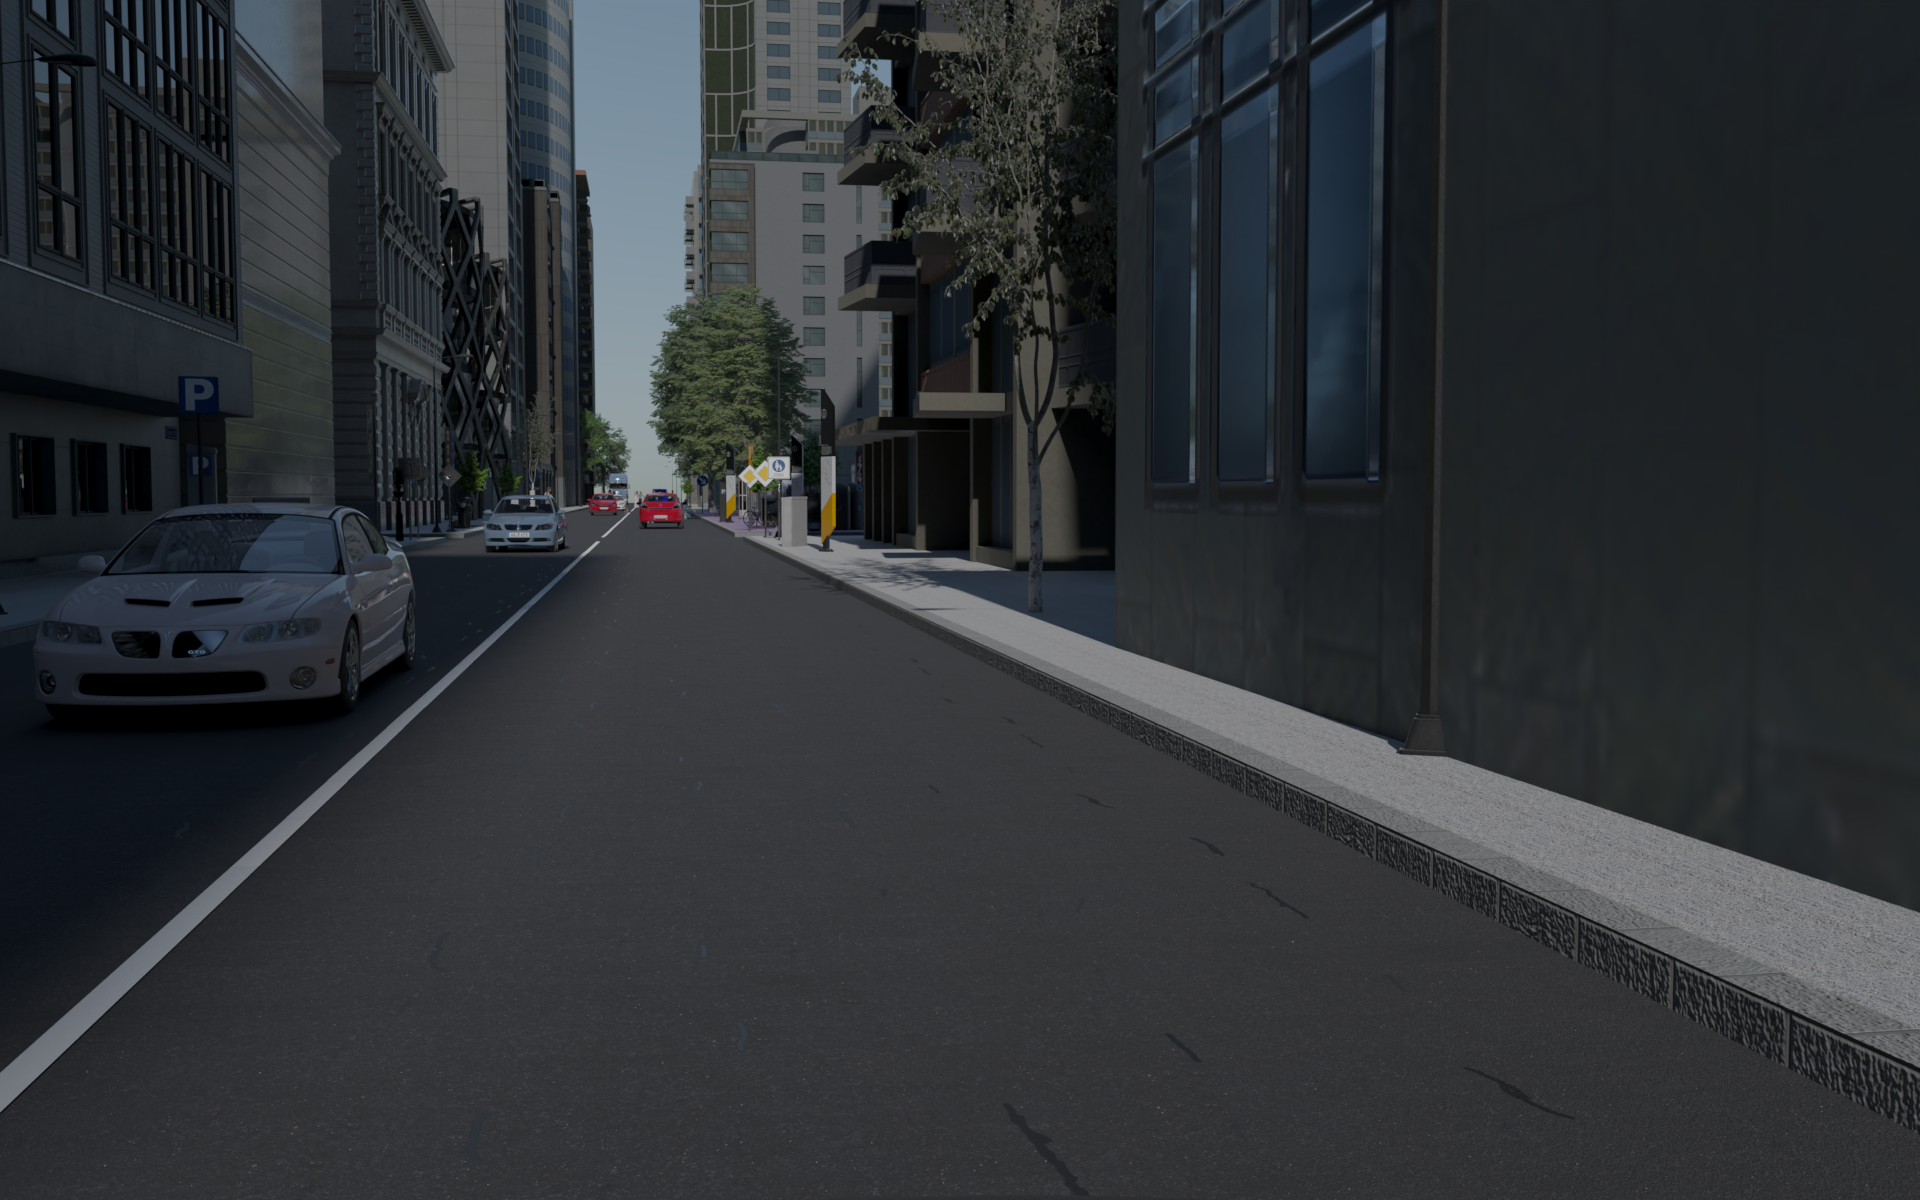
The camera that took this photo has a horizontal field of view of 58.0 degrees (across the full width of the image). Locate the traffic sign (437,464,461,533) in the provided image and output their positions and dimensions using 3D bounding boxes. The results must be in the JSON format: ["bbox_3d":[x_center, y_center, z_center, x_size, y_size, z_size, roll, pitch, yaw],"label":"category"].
[{"bbox_3d":[-16.988,-3.302,57.630,0.795,2.450,0.064,-1,4,-10],"label":"traffic sign"}]

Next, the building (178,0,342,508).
[{"bbox_3d":[-25.910,-15.538,39.954,20.117,28.700,13.634,-1,4,-10],"label":"building"}]

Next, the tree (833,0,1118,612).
[{"bbox_3d":[0.794,-4.158,18.345,4.360,8.622,3.978,0,3,0],"label":"tree"}]

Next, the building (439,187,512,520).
[{"bbox_3d":[-36.268,-14.580,105.843,16.820,18.784,16.811,-1,4,-10],"label":"building"}]

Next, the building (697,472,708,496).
[{"bbox_3d":[-15.412,-21.462,195.946,27.650,21.520,28.899,-1,4,-10],"label":"building"}]

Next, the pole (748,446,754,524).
[{"bbox_3d":[-8.856,-4.869,73.453,0.158,3.312,0.155,0,3,0],"label":"pole"}]

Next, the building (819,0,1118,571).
[{"bbox_3d":[8.941,-23.401,37.223,22.147,44.769,28.867,-1,4,-10],"label":"building"}]

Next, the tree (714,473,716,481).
[{"bbox_3d":[-19.478,-11.434,137.312,4.737,8.622,4.395,0,3,0],"label":"tree"}]

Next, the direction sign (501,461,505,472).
[{"bbox_3d":[-30.876,-7.659,117.225,0.379,3.537,0.876,-2,4,-34],"label":"direction sign"}]

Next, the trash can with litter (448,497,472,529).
[{"bbox_3d":[-18.651,-3.246,64.452,1.055,1.170,0.624,2,4,32],"label":"trash can with litter"}]

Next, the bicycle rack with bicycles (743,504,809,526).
[{"bbox_3d":[-7.284,-3.441,69.640,2.925,0.926,2.852,-1,4,-20],"label":"bicycle rack with bicycles"}]

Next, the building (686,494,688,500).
[{"bbox_3d":[-28.372,-36.066,281.556,32.217,40.220,23.993,-1,4,-10],"label":"building"}]

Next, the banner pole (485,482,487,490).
[{"bbox_3d":[-32.173,-7.757,116.851,0.863,3.779,0.401,3,5,44],"label":"banner pole"}]

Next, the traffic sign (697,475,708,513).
[{"bbox_3d":[-17.282,-7.104,116.252,0.768,2.556,0.104,0,4,-7],"label":"traffic sign"}]

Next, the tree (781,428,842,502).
[{"bbox_3d":[-7.439,-6.252,85.937,4.285,4.588,4.351,0,3,0],"label":"tree"}]

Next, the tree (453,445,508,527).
[{"bbox_3d":[-19.155,-4.492,68.046,1.663,3.219,1.824,0,3,0],"label":"tree"}]

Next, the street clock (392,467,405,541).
[{"bbox_3d":[-15.264,-2.603,47.122,0.358,2.002,0.471,-2,4,-29],"label":"street clock"}]

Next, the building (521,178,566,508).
[{"bbox_3d":[-43.499,-23.574,157.136,14.160,30.474,14.107,-1,4,-10],"label":"building"}]

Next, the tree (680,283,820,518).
[{"bbox_3d":[-11.293,-10.728,93.531,7.486,12.596,7.792,0,3,0],"label":"tree"}]

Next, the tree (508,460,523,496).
[{"bbox_3d":[-25.184,-6.261,96.968,1.663,3.219,1.824,0,3,0],"label":"tree"}]

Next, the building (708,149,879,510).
[{"bbox_3d":[-14.653,-23.107,149.495,14.160,30.474,14.107,-1,4,-10],"label":"building"}]

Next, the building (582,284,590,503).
[{"bbox_3d":[-65.190,-38.353,250.767,21.300,48.544,21.600,-1,4,-10],"label":"building"}]

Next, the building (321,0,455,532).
[{"bbox_3d":[-25.954,-14.514,66.188,11.050,23.489,19.941,-1,4,-10],"label":"building"}]

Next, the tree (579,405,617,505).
[{"bbox_3d":[-43.832,-16.812,200.629,9.928,11.665,9.643,0,3,0],"label":"tree"}]

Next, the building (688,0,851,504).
[{"bbox_3d":[-25.550,-48.271,227.488,20.563,71.187,20.611,-1,4,-10],"label":"building"}]

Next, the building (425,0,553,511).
[{"bbox_3d":[-43.740,-42.813,138.249,20.563,71.187,20.611,-1,4,-10],"label":"building"}]

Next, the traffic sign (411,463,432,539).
[{"bbox_3d":[-15.580,-2.821,49.769,0.795,2.450,0.064,-1,4,-10],"label":"traffic sign"}]

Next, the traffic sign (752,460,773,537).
[{"bbox_3d":[-5.788,-2.927,51.496,0.795,2.450,0.064,-1,4,-10],"label":"traffic sign"}]

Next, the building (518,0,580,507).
[{"bbox_3d":[-50.392,-38.808,176.505,21.231,58.520,28.212,-1,4,-10],"label":"building"}]

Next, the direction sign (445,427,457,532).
[{"bbox_3d":[-17.302,-4.085,58.792,0.379,3.537,0.876,0,4,2],"label":"direction sign"}]

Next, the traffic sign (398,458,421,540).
[{"bbox_3d":[-15.465,-2.848,48.696,0.606,2.300,0.079,-1,4,-10],"label":"traffic sign"}]

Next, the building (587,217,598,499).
[{"bbox_3d":[-64.025,-37.866,269.223,14.600,45.320,14.200,-1,4,-10],"label":"building"}]

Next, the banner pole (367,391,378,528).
[{"bbox_3d":[-14.366,-3.202,42.366,0.401,3.779,0.863,-2,4,-34],"label":"banner pole"}]

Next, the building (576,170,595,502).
[{"bbox_3d":[-59.503,-34.966,226.311,22.147,44.769,28.867,-1,4,-10],"label":"building"}]

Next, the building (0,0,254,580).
[{"bbox_3d":[-19.070,-13.952,21.622,14.314,27.812,24.014,-1,4,-10],"label":"building"}]

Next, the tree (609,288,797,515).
[{"bbox_3d":[-14.559,-12.191,105.970,9.857,13.997,8.962,0,3,0],"label":"tree"}]

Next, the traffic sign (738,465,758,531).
[{"bbox_3d":[-7.195,-3.408,59.356,0.795,2.450,0.064,-1,4,-10],"label":"traffic sign"}]

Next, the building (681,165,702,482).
[{"bbox_3d":[-28.915,-38.767,253.453,23.786,49.044,30.456,-1,4,-10],"label":"building"}]

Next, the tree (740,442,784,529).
[{"bbox_3d":[-7.492,-4.271,64.439,1.663,3.219,1.824,0,3,0],"label":"tree"}]

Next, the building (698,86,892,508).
[{"bbox_3d":[-9.391,-29.213,169.508,32.217,40.220,23.993,-1,4,-10],"label":"building"}]

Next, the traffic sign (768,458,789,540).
[{"bbox_3d":[-4.994,-2.791,47.765,0.606,2.300,0.079,0,4,-3],"label":"traffic sign"}]

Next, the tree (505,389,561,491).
[{"bbox_3d":[-29.935,-10.441,121.068,4.360,8.622,3.978,0,3,0],"label":"tree"}]

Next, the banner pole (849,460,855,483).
[{"bbox_3d":[-8.026,-8.481,128.679,0.401,3.779,0.863,2,4,34],"label":"banner pole"}]

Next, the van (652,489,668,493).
[{"bbox_3d":[-34.974,-12.083,201.936,2.240,2.365,5.245,-1,4,-9],"label":"van"}]

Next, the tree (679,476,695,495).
[{"bbox_3d":[-28.523,-11.417,181.264,1.663,3.219,1.824,0,3,0],"label":"tree"}]

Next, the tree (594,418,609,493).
[{"bbox_3d":[-59.002,-23.233,286.512,9.857,13.997,8.962,0,3,0],"label":"tree"}]
